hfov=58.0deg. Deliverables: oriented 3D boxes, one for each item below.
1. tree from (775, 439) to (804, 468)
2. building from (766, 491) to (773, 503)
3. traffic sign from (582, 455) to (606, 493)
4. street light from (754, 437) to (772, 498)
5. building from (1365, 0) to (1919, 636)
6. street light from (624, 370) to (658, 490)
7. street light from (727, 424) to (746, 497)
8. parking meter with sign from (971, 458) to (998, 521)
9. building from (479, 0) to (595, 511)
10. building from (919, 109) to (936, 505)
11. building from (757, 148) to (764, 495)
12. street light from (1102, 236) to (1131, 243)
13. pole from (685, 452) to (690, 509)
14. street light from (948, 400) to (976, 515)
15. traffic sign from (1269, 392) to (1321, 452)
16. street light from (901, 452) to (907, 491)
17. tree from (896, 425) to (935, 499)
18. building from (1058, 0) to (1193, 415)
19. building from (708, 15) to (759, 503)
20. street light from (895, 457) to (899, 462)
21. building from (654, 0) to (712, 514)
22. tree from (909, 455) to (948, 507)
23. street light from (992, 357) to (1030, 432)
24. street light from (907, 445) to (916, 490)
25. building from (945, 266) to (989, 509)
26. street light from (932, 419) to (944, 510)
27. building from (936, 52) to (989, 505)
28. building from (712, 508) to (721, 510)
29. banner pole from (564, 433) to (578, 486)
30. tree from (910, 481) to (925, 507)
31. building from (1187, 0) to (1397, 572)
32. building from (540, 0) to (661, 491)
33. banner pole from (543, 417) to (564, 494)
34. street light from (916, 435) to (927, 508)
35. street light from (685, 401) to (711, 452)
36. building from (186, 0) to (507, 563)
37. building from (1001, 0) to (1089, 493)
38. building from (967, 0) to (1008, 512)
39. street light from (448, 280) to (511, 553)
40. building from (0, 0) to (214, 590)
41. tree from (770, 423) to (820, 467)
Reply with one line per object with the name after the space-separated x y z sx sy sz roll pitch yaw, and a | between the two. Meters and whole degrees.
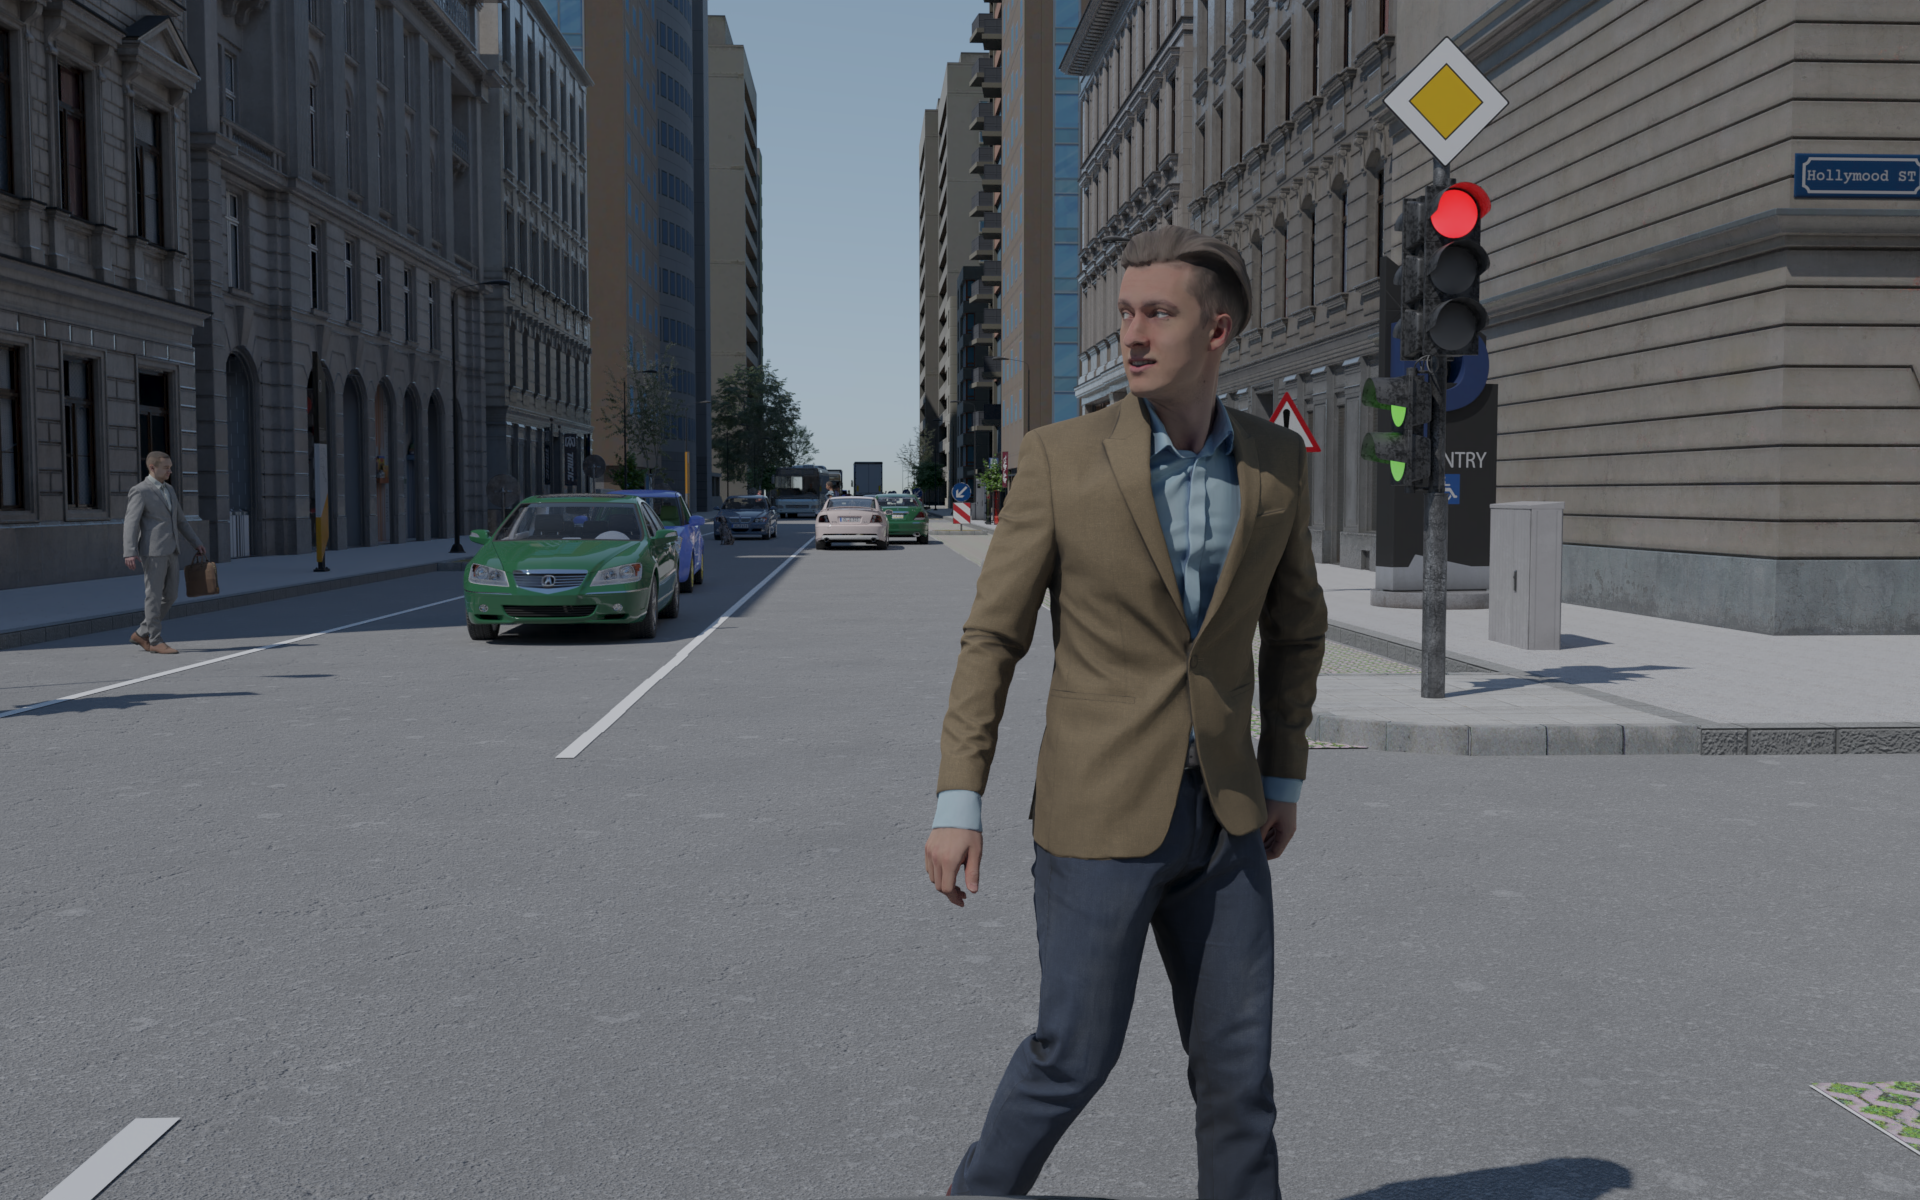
-20.444 -15.370 201.657 4.737 8.622 4.395 0 3 0 | tree
-39.755 -32.145 217.453 32.217 40.220 23.993 0 4 -3 | building
-11.770 -3.402 55.731 0.768 2.556 0.104 0 4 3 | traffic sign
-16.307 -10.373 142.139 1.470 5.913 1.316 0 4 -3 | street light
23.976 -12.349 20.986 34.723 24.649 14.460 0 4 -3 | building
-11.986 -5.645 64.832 1.470 5.913 1.316 0 4 -3 | street light
-14.854 -8.701 114.801 1.470 5.913 1.316 0 4 -3 | street light
1.140 -5.374 84.132 0.543 3.016 1.738 -2 4 -33 | parking meter with sign
-19.762 -13.142 64.014 9.793 20.994 18.267 0 4 -3 | building
6.063 -35.819 209.345 21.300 48.544 21.600 0 4 -3 | building
-29.971 -31.486 198.397 14.154 41.232 14.086 0 4 -3 | building
3.244 -3.597 31.353 1.470 5.913 1.316 0 4 -3 | street light
-13.181 -5.503 83.815 0.158 3.312 0.155 0 3 0 | pole
0.198 -6.935 85.920 1.470 5.913 1.316 0 4 -3 | street light
4.159 -1.354 22.141 0.884 2.594 0.081 0 4 3 | traffic sign
-5.566 -13.332 190.517 1.470 5.913 1.316 0 4 -3 | street light
-4.333 -14.056 180.173 4.360 8.622 3.978 0 3 0 | tree
9.145 -13.133 65.634 10.553 20.767 40.483 0 4 -3 | building
-32.311 -34.020 179.927 21.300 48.544 21.600 0 4 -3 | building
-7.066 -15.002 217.815 1.470 5.913 1.316 0 4 -3 | street light
-28.070 -34.868 112.084 21.231 58.520 28.212 0 4 -3 | building
-2.705 -10.022 147.571 4.285 4.588 4.351 0 3 0 | tree
1.789 -5.274 58.766 1.470 5.913 1.316 0 4 -3 | street light
-4.018 -11.610 162.361 1.470 5.913 1.316 0 4 -3 | street light
13.235 -18.447 146.644 27.650 21.520 28.899 0 4 -3 | building
-0.959 -8.254 107.501 1.470 5.913 1.316 0 4 -3 | street light
8.748 -34.508 187.901 21.300 48.544 21.600 0 4 -3 | building
-35.840 -27.304 138.305 32.217 40.220 23.993 0 4 -3 | building
-14.255 -4.447 62.731 0.863 3.779 0.401 -2 4 -28 | banner pole
-4.082 -10.914 173.045 1.663 3.219 1.824 0 3 0 | tree
11.056 -11.441 36.204 9.793 20.994 18.267 0 4 -3 | building
-23.708 -26.974 91.132 14.600 45.320 14.200 0 4 -3 | building
-13.466 -4.086 56.817 0.401 3.779 0.863 -3 4 -37 | banner pole
-2.455 -9.949 135.206 1.470 5.913 1.316 0 4 -3 | street light
-13.113 -6.968 86.468 1.470 5.913 1.316 0 4 -3 | street light
-20.214 -12.278 42.551 13.314 21.916 24.055 0 4 -3 | building
9.738 -27.202 94.865 14.600 45.320 14.200 0 4 -3 | building
12.027 -28.251 116.536 22.147 44.769 28.867 0 4 -3 | building
-10.440 -3.984 37.675 1.470 5.913 1.316 0 4 -3 | street light
-17.372 -9.536 20.549 10.561 19.102 19.286 0 4 -3 | building
-23.241 -19.051 237.232 9.928 11.665 9.643 0 3 0 | tree
